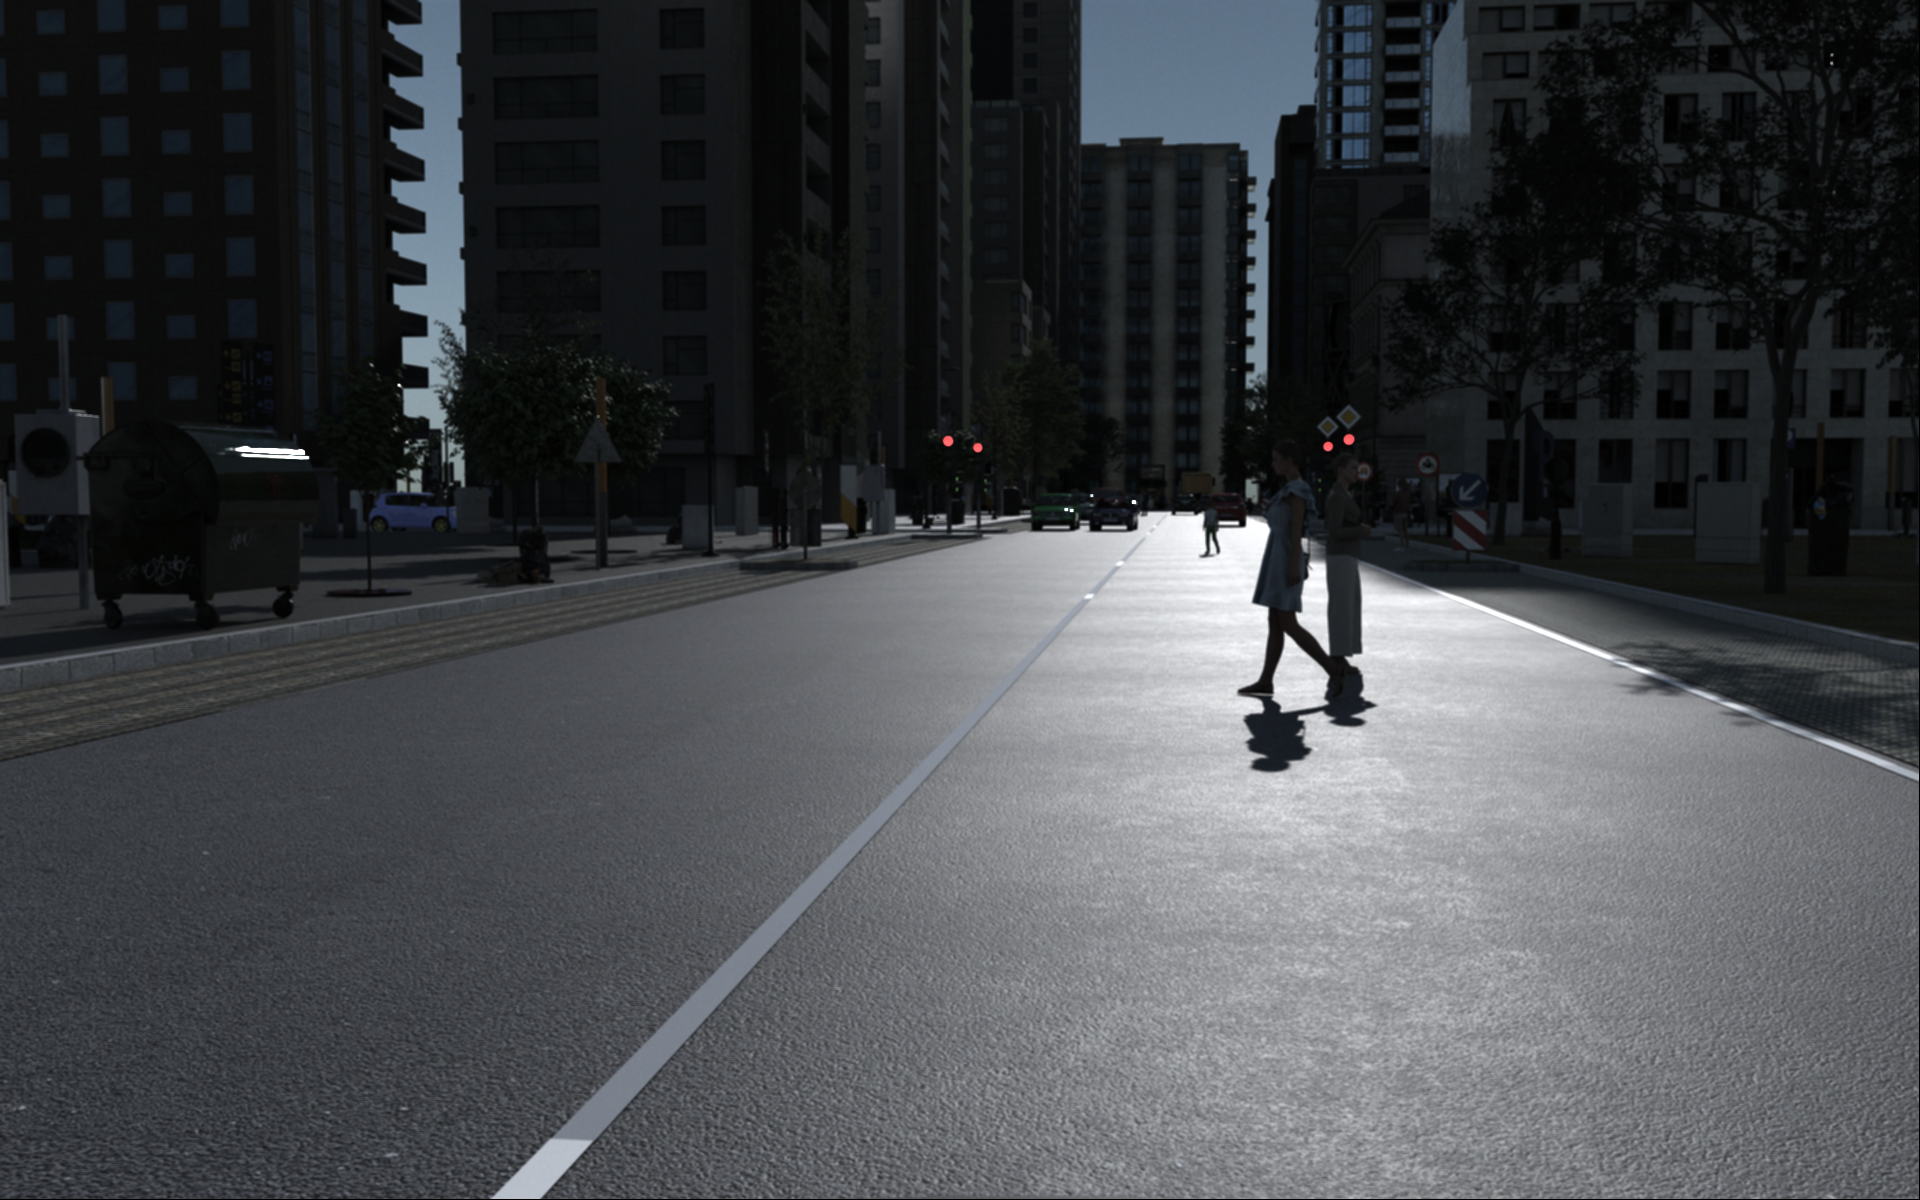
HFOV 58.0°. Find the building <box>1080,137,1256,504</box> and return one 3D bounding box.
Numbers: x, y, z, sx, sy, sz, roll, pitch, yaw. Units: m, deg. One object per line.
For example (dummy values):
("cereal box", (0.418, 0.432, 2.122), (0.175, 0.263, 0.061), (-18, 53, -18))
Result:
("building", (24.492, -37.670, 235.507), (30.456, 49.044, 23.786), (0, 4, 7))

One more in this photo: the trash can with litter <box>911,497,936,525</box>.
("trash can with litter", (-1.526, -3.734, 72.444), (1.055, 1.170, 0.624), (0, 4, 4))

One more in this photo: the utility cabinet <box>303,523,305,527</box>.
("utility cabinet", (-25.717, -3.435, 67.323), (0.306, 1.237, 1.020), (-2, 4, -29))

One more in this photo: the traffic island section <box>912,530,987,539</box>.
("traffic island section", (-0.365, -2.063, 56.016), (2.009, 0.180, 2.903), (0, 4, 7))

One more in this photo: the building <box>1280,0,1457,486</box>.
("building", (44.905, -52.776, 175.553), (22.319, 86.520, 31.000), (0, 4, 7))

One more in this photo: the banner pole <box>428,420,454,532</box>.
("banner pole", (-17.568, -4.191, 58.542), (0.863, 3.779, 0.401), (0, 4, 1))

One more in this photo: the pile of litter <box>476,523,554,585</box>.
("pile of litter", (-6.450, -0.686, 25.176), (1.176, 0.858, 1.719), (0, 4, -1))

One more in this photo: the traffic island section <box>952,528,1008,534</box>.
("traffic island section", (0.669, -2.548, 63.934), (2.009, 0.180, 2.903), (0, 4, 7))

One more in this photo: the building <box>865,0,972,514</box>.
("building", (-7.004, -26.251, 112.802), (14.154, 41.232, 14.086), (0, 4, 7))

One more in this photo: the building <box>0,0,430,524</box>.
("building", (-33.858, -26.146, 77.605), (14.200, 45.320, 14.600), (0, 4, 7))

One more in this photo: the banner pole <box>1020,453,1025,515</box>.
("banner pole", (3.783, -7.120, 106.429), (0.401, 3.779, 0.863), (1, 4, 13))

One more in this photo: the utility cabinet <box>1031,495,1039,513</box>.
("utility cabinet", (4.955, -6.315, 114.411), (0.306, 1.237, 1.020), (-1, 4, -14))

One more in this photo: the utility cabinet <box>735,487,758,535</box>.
("utility cabinet", (-6.633, -2.761, 53.821), (0.318, 1.500, 1.173), (1, 4, 14))

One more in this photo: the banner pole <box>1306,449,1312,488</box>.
("banner pole", (19.371, -6.492, 96.156), (0.401, 3.779, 0.863), (2, 4, 33))

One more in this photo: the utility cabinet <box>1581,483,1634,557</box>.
("utility cabinet", (13.135, -1.620, 35.168), (0.318, 1.500, 1.173), (-1, 4, -20))

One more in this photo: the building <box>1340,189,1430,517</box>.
("building", (28.869, -14.612, 103.531), (10.561, 19.102, 19.286), (0, 4, 7))

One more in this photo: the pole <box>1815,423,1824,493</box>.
("pole", (24.553, -3.403, 49.489), (0.158, 3.312, 0.155), (0, 3, 0))

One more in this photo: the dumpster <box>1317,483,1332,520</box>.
("dumpster", (18.649, -4.978, 87.145), (1.264, 1.857, 1.865), (0, 4, 7))

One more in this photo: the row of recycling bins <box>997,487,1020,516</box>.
("row of recycling bins", (2.957, -5.917, 103.854), (1.069, 1.692, 3.534), (-1, 4, -8))

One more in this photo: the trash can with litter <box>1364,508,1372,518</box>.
("trash can with litter", (21.445, -4.999, 92.787), (1.678, 1.210, 2.233), (-3, 5, -39))

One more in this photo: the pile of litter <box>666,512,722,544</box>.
("pile of litter", (-6.901, -1.893, 44.917), (1.719, 0.858, 1.176), (-2, 4, -35))

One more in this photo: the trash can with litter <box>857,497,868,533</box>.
("trash can with litter", (-3.420, -2.775, 56.752), (0.624, 1.170, 1.055), (-1, 4, -22))

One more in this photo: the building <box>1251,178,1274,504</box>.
("building", (53.724, -35.217, 230.426), (28.867, 44.769, 22.147), (0, 4, 7))

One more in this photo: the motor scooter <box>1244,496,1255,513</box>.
("motor scooter", (21.396, -7.045, 127.955), (0.815, 1.314, 1.986), (0, 4, 6))

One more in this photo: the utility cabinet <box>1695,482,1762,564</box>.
("utility cabinet", (14.109, -1.414, 31.802), (0.318, 1.500, 1.173), (-2, 4, -27))

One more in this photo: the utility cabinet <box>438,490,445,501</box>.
("utility cabinet", (-25.249, -4.625, 84.290), (0.318, 1.500, 1.173), (-1, 4, -17))

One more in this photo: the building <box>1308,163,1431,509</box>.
("building", (38.240, -23.469, 155.422), (14.160, 30.474, 14.107), (0, 4, 7))

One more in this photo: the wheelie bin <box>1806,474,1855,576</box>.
("wheelie bin", (13.713, -1.186, 27.301), (0.693, 1.594, 0.980), (2, 4, 27))

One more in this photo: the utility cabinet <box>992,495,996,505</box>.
("utility cabinet", (2.427, -7.640, 136.080), (0.306, 1.237, 1.020), (3, 4, 39))

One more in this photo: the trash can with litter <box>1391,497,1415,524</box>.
("trash can with litter", (18.715, -3.772, 73.054), (1.055, 1.170, 0.624), (3, 5, 43))

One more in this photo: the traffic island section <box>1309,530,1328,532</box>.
("traffic island section", (13.204, -2.448, 62.298), (2.009, 0.180, 2.903), (0, 4, 7))

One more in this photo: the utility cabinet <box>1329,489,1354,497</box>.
("utility cabinet", (17.994, -4.469, 81.745), (1.173, 1.500, 0.318), (3, 5, 41))

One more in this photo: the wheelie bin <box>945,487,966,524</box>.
("wheelie bin", (-0.175, -4.054, 74.197), (0.980, 1.594, 0.693), (1, 4, 19))

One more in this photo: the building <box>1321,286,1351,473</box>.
("building", (34.948, -15.847, 126.549), (16.820, 18.784, 16.811), (0, 4, 7))

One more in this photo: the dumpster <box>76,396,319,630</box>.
("dumpster", (-7.517, -0.897, 17.156), (1.502, 2.255, 1.985), (0, 4, 7))

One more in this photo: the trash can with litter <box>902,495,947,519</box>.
("trash can with litter", (-1.808, -4.838, 90.151), (2.233, 1.210, 1.678), (1, 4, 11))

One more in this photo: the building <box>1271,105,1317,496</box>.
("building", (43.453, -33.617, 199.748), (14.600, 45.320, 14.200), (0, 4, 7))

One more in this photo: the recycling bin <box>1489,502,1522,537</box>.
("recycling bin", (16.374, -2.411, 51.977), (0.722, 1.027, 0.722), (0, 4, -7))

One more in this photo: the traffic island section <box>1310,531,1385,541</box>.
("traffic island section", (12.170, -1.963, 54.380), (2.009, 0.180, 2.903), (0, 4, 7))

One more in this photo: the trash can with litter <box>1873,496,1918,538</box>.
("trash can with litter", (27.976, -2.474, 51.503), (1.678, 1.210, 2.233), (3, 4, 36))

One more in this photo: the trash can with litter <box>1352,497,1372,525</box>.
("trash can with litter", (16.530, -3.648, 71.030), (1.055, 1.170, 0.624), (2, 4, 31))

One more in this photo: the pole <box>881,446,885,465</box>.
("pole", (-3.255, -4.853, 73.195), (0.158, 3.312, 0.155), (0, 3, 0))

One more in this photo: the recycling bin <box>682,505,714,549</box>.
("recycling bin", (-6.133, -1.714, 40.573), (0.722, 1.027, 0.722), (0, 4, -7))

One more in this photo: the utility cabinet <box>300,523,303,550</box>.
("utility cabinet", (-15.497, -1.862, 39.127), (1.173, 1.500, 0.318), (-3, 5, -43))

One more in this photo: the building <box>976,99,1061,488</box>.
("building", (2.603, -30.072, 175.263), (14.154, 41.232, 14.086), (0, 4, 7))

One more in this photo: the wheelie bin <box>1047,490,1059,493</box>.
("wheelie bin", (7.300, -7.610, 132.337), (0.980, 1.594, 0.693), (0, 4, 3))

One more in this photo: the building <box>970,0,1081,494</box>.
("building", (3.175, -46.624, 200.559), (20.611, 71.187, 20.563), (0, 4, 7))

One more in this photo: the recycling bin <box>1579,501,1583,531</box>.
("recycling bin", (22.038, -2.931, 60.468), (0.722, 1.027, 0.722), (2, 4, 29))

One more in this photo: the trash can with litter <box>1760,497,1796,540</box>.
("trash can with litter", (22.460, -2.311, 48.849), (2.233, 1.210, 1.678), (1, 4, 18))

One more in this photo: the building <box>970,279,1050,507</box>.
("building", (-6.831, -18.986, 155.459), (27.650, 21.520, 28.899), (0, 4, 7))

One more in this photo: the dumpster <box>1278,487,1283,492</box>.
("dumpster", (23.546, -7.278, 124.756), (1.264, 1.857, 1.865), (0, 4, 7))

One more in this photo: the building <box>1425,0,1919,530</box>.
("building", (27.743, -13.038, 67.916), (16.860, 20.320, 10.420), (0, 4, 7))

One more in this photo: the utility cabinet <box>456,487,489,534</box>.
("utility cabinet", (-15.545, -2.851, 55.286), (0.318, 1.500, 1.173), (2, 4, 27))

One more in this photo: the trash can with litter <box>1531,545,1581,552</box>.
("trash can with litter", (13.789, -1.674, 38.426), (2.233, 1.210, 1.678), (1, 4, 9))

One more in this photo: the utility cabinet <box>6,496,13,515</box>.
("utility cabinet", (-32.284, -2.901, 58.598), (0.306, 1.237, 1.020), (-3, 4, -38))

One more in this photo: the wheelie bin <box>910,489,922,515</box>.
("wheelie bin", (-2.540, -5.714, 101.325), (0.693, 1.594, 0.980), (-1, 4, -8))

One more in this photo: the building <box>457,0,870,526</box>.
("building", (-12.060, -18.518, 74.471), (14.160, 30.474, 14.107), (0, 4, 7))
